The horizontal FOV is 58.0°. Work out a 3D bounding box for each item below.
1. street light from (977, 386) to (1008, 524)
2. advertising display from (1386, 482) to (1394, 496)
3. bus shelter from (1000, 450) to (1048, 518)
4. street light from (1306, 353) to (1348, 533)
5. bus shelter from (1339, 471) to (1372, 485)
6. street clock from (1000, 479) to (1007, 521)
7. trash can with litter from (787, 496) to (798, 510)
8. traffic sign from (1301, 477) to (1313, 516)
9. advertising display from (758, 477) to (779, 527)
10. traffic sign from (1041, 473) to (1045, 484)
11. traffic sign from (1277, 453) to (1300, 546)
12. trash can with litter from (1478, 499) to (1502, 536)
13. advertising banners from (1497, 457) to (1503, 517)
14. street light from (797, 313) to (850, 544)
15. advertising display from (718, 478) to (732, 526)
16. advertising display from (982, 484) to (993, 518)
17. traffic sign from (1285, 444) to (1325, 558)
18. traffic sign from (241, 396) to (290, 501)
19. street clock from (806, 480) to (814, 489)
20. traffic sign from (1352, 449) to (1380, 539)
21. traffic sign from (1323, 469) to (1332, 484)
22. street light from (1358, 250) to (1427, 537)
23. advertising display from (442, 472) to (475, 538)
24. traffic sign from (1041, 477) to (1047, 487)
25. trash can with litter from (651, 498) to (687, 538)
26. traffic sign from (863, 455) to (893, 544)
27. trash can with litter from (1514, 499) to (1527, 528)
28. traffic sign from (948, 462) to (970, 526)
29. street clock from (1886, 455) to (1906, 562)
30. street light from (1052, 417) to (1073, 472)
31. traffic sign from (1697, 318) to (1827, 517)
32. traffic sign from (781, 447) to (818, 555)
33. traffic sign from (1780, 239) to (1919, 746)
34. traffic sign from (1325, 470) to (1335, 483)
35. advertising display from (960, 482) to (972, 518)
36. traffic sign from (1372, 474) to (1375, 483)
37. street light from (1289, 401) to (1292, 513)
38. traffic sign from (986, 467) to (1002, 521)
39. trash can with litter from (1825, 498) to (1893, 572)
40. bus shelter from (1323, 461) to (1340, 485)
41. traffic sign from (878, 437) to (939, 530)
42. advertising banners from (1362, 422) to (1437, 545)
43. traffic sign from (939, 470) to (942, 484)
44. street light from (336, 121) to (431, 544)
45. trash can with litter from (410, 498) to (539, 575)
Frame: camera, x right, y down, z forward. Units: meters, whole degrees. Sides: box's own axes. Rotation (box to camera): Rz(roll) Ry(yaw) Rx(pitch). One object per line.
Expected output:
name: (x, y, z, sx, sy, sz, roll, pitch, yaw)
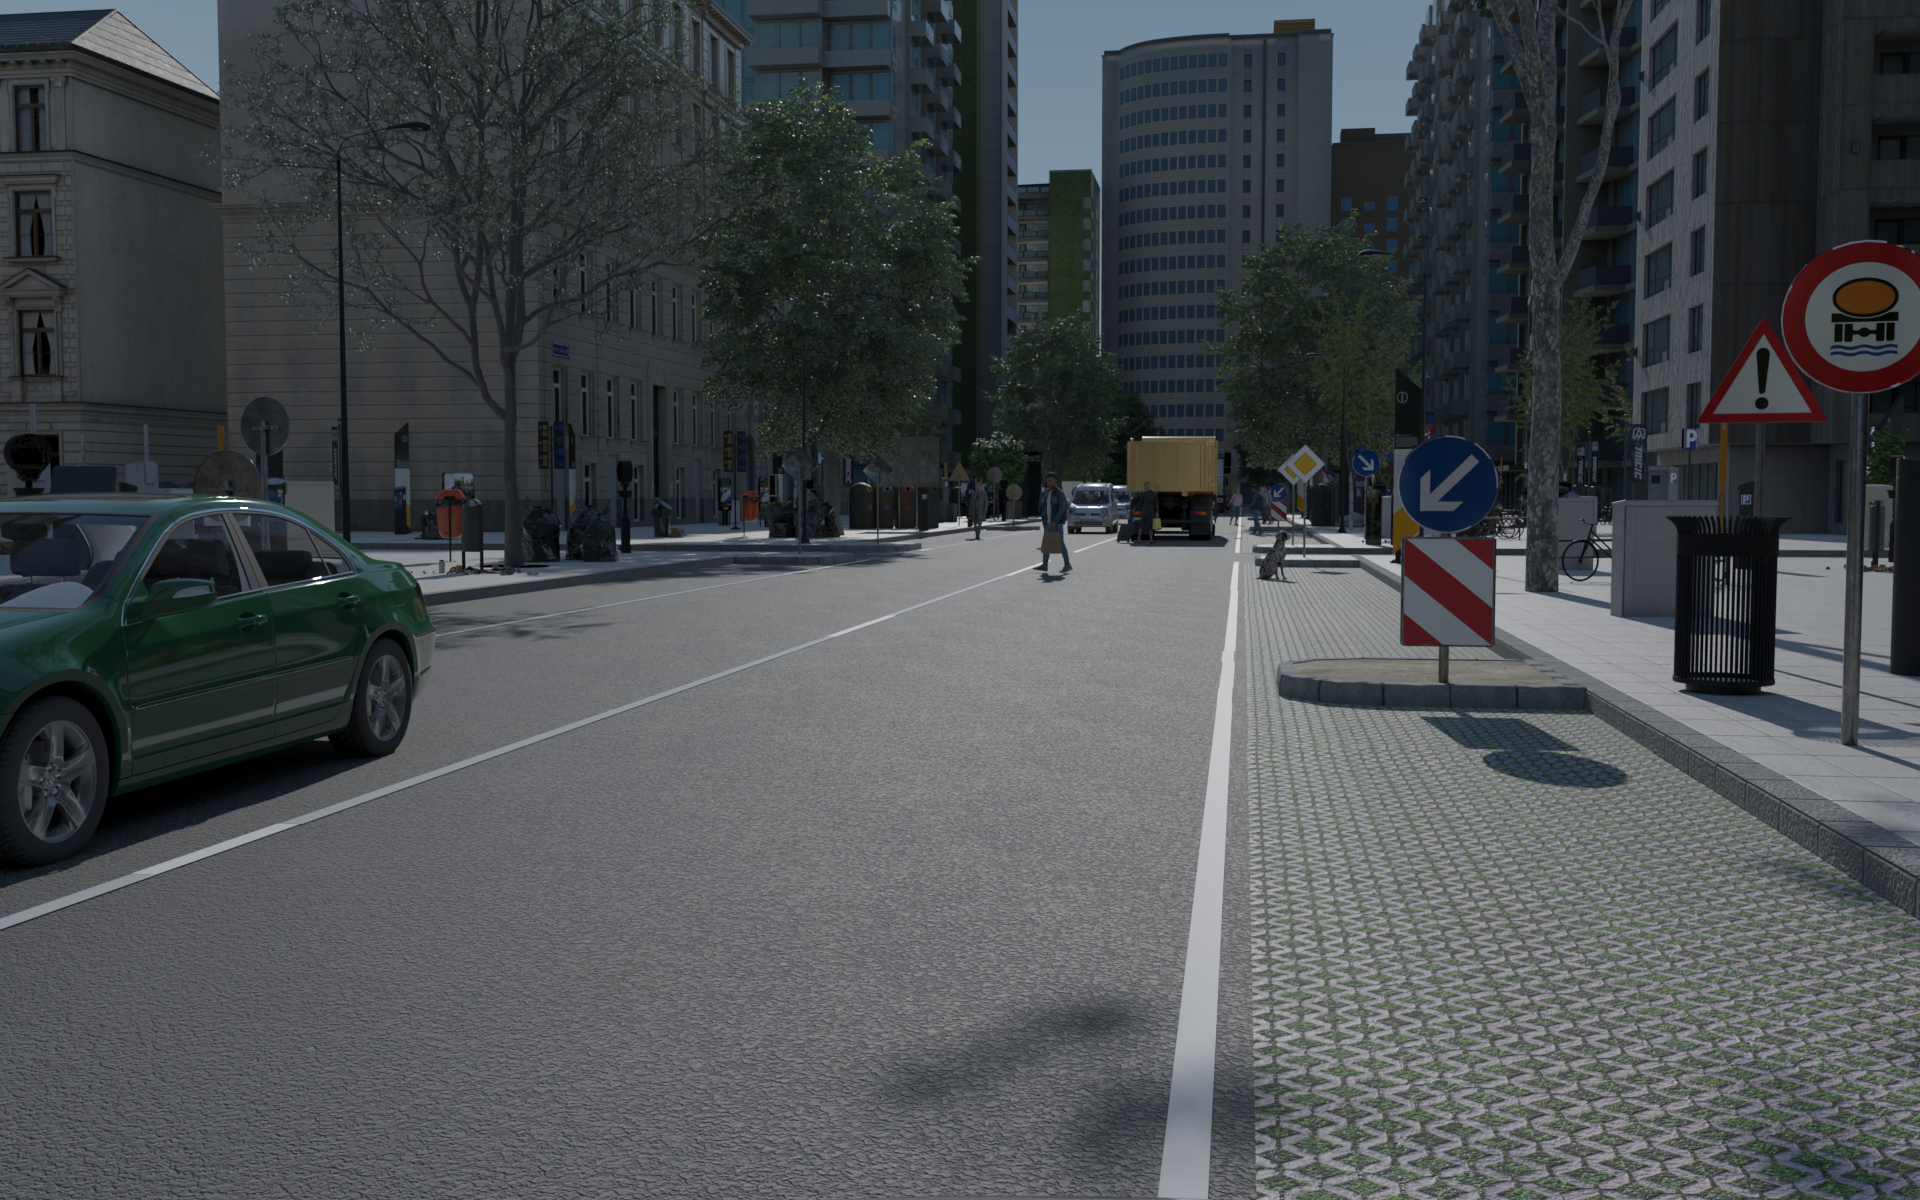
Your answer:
street light: (1.355, -6.237, 74.509, 1.470, 5.913, 1.316, 1, 4, 9)
advertising display: (23.936, -5.524, 95.527, 0.974, 1.923, 0.123, -2, 4, -25)
bus shelter: (3.625, -6.356, 95.199, 1.731, 3.624, 6.357, 1, 4, 9)
street light: (12.080, -5.171, 57.093, 1.470, 5.913, 1.316, 1, 4, 9)
bus shelter: (20.059, -5.945, 88.484, 1.731, 3.624, 6.357, 1, 4, 9)
street clock: (2.088, -4.778, 82.692, 0.358, 2.002, 0.471, 1, 4, 17)
trash can with litter: (-8.420, -4.604, 86.663, 0.624, 1.170, 1.055, -1, 4, -12)
traffic sign: (17.935, -5.346, 89.534, 0.606, 2.300, 0.079, 1, 4, 18)
advertising display: (-7.436, -3.796, 67.279, 0.123, 1.923, 0.974, 3, 5, 42)
traffic sign: (4.462, -6.061, 99.206, 0.768, 2.556, 0.104, 1, 4, 10)
traffic sign: (8.242, -2.398, 42.844, 0.795, 2.450, 0.064, 1, 4, 9)
trash can with litter: (16.368, -2.584, 53.641, 0.624, 1.170, 1.055, 2, 4, 31)
advertising banners: (25.516, -5.254, 82.091, 0.090, 3.025, 2.074, 0, 4, 8)
street light: (-3.498, -4.407, 44.589, 1.470, 5.913, 1.316, 1, 4, 9)
advertising display: (-9.495, -3.959, 69.943, 0.123, 1.923, 0.974, 1, 4, 20)
advertising display: (1.452, -5.346, 92.628, 0.974, 1.923, 0.123, 3, 4, 37)
traffic sign: (6.957, -1.916, 34.962, 0.795, 2.450, 0.064, 1, 4, 9)
traffic sign: (-9.085, -1.378, 22.638, 0.768, 2.556, 0.104, 1, 4, 18)
street clock: (-7.483, -5.004, 86.382, 0.358, 2.002, 0.471, 1, 4, 16)
traffic sign: (11.567, -3.012, 49.357, 0.768, 2.556, 0.104, 1, 4, 16)
traffic sign: (18.842, -5.501, 89.944, 0.884, 2.594, 0.081, 1, 4, 10)
street light: (8.274, -3.699, 33.025, 1.470, 5.913, 1.316, 1, 4, 9)
advertising display: (-14.747, -2.798, 50.953, 0.974, 1.923, 0.123, -3, 5, -41)
traffic sign: (5.163, -6.285, 104.897, 0.606, 2.300, 0.079, 1, 4, 11)
trash can with litter: (-8.566, -2.428, 51.086, 1.055, 1.170, 0.624, 1, 4, 20)
traffic sign: (-2.112, -2.502, 44.547, 0.795, 2.450, 0.064, 1, 4, 9)
trash can with litter: (21.294, -3.288, 65.141, 1.055, 1.170, 0.624, -2, 4, -31)
traffic sign: (-0.034, -4.237, 69.284, 0.884, 2.594, 0.081, 1, 4, 11)
street clock: (17.577, -1.709, 32.515, 0.358, 2.002, 0.471, 3, 4, 38)
street light: (6.102, -8.036, 103.925, 1.470, 5.913, 1.316, 1, 4, 9)
traffic sign: (5.963, -0.791, 12.934, 0.884, 2.594, 0.081, 1, 4, 16)
traffic sign: (-3.397, -2.020, 36.665, 0.795, 2.450, 0.064, 1, 4, 9)
traffic sign: (4.552, -0.531, 8.787, 0.768, 2.556, 0.104, 1, 4, 18)
traffic sign: (19.783, -5.692, 93.170, 0.768, 2.556, 0.104, 1, 4, 18)
advertising display: (0.505, -5.396, 93.443, 0.974, 1.923, 0.123, 0, 4, -1)
traffic sign: (22.701, -5.887, 96.365, 0.768, 2.556, 0.104, 1, 4, 10)
street light: (16.857, -6.967, 86.452, 1.470, 5.913, 1.316, 1, 4, 9)
traffic sign: (1.606, -4.970, 81.373, 0.768, 2.556, 0.104, 1, 4, 13)
trash can with litter: (15.483, -1.103, 29.090, 1.678, 1.210, 2.233, 2, 4, 24)
bus shelter: (23.453, -7.028, 108.829, 2.014, 3.302, 5.546, 1, 4, 9)
traffic sign: (-1.850, -4.142, 61.599, 2.265, 3.308, 0.079, 1, 4, 11)
advertising banners: (10.925, -2.869, 43.088, 0.090, 3.025, 2.074, -3, 5, -43)
traffic sign: (-1.059, -4.316, 72.695, 0.606, 2.300, 0.079, 1, 4, 18)
street light: (-7.266, -3.012, 21.795, 1.470, 5.913, 1.316, 1, 4, 9)
trash can with litter: (-7.704, -1.027, 27.851, 2.233, 1.210, 1.678, 3, 5, 40)
